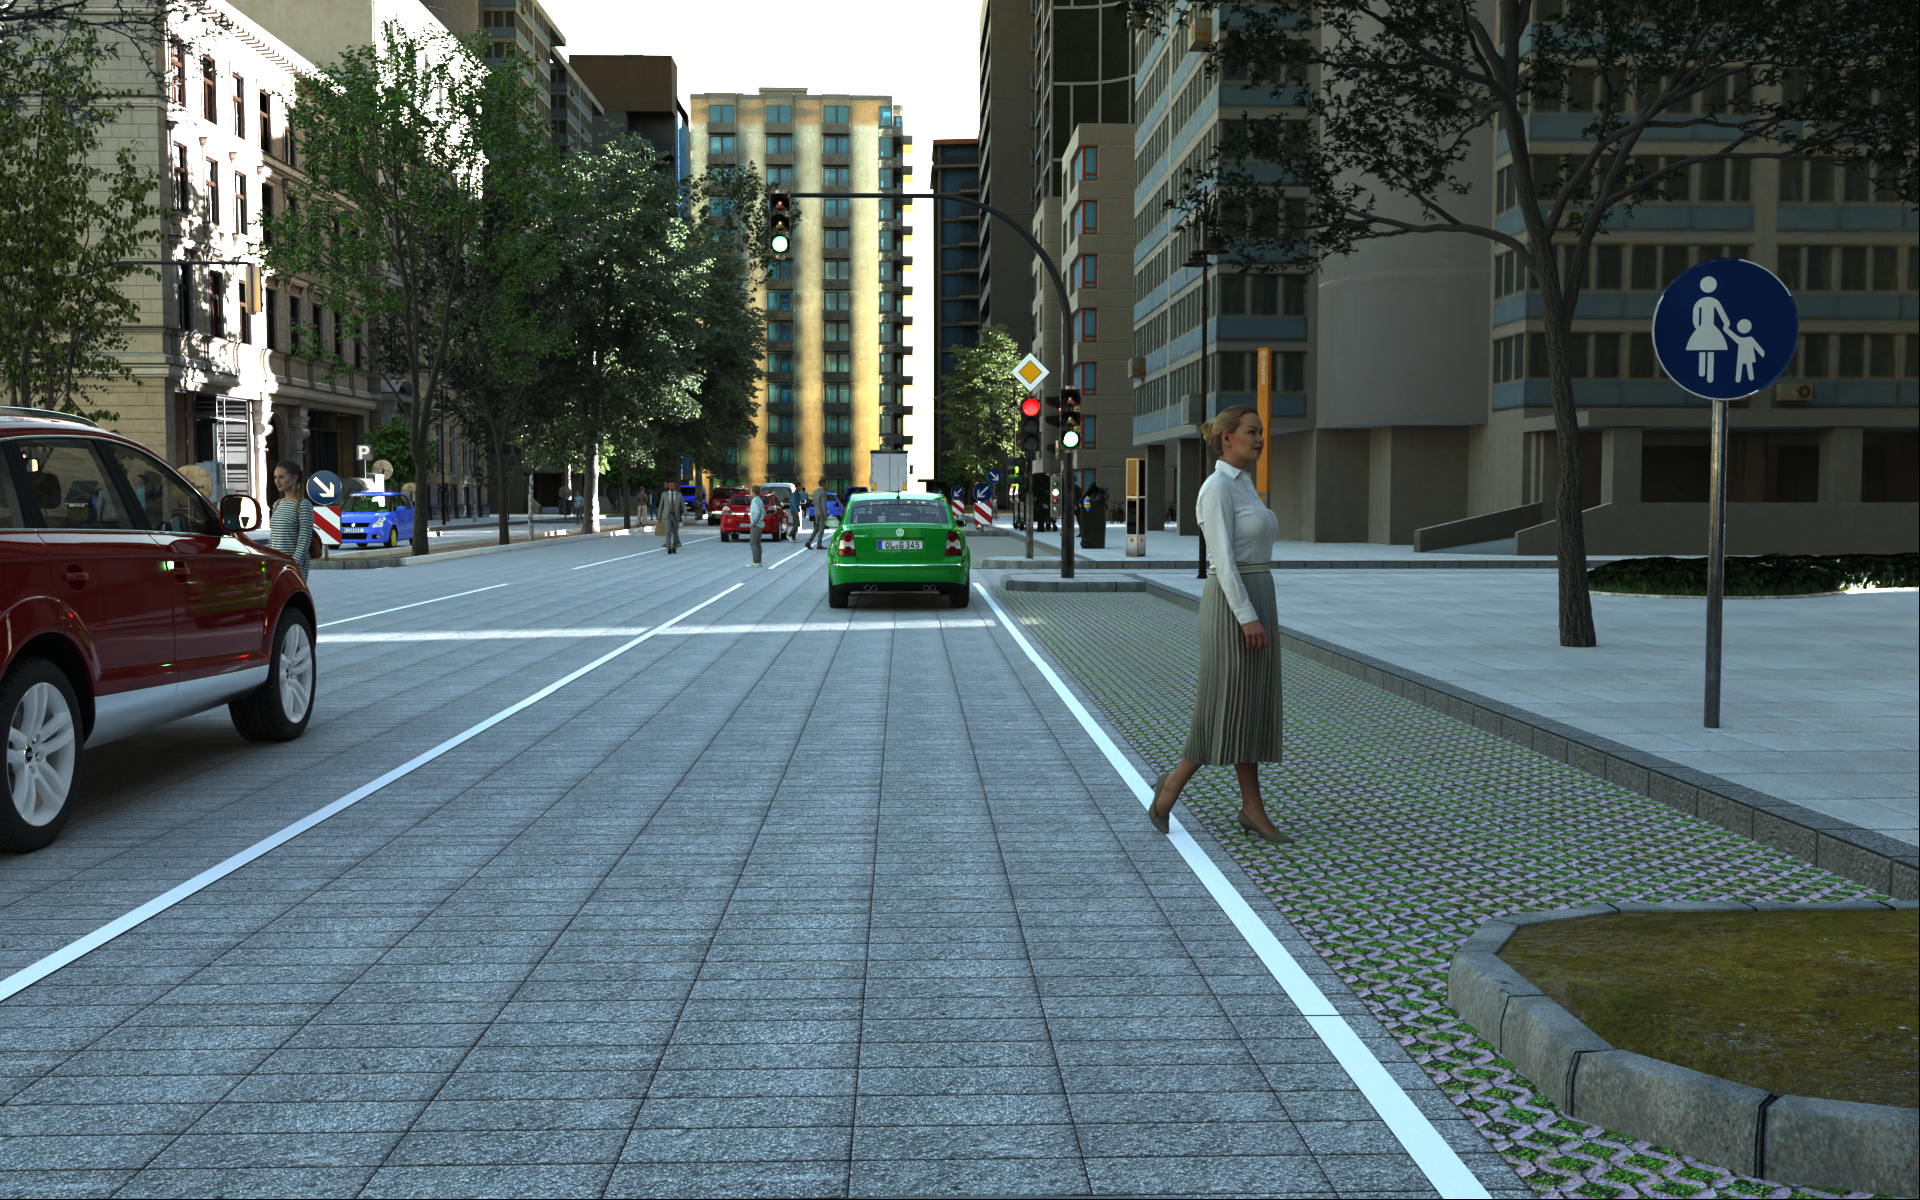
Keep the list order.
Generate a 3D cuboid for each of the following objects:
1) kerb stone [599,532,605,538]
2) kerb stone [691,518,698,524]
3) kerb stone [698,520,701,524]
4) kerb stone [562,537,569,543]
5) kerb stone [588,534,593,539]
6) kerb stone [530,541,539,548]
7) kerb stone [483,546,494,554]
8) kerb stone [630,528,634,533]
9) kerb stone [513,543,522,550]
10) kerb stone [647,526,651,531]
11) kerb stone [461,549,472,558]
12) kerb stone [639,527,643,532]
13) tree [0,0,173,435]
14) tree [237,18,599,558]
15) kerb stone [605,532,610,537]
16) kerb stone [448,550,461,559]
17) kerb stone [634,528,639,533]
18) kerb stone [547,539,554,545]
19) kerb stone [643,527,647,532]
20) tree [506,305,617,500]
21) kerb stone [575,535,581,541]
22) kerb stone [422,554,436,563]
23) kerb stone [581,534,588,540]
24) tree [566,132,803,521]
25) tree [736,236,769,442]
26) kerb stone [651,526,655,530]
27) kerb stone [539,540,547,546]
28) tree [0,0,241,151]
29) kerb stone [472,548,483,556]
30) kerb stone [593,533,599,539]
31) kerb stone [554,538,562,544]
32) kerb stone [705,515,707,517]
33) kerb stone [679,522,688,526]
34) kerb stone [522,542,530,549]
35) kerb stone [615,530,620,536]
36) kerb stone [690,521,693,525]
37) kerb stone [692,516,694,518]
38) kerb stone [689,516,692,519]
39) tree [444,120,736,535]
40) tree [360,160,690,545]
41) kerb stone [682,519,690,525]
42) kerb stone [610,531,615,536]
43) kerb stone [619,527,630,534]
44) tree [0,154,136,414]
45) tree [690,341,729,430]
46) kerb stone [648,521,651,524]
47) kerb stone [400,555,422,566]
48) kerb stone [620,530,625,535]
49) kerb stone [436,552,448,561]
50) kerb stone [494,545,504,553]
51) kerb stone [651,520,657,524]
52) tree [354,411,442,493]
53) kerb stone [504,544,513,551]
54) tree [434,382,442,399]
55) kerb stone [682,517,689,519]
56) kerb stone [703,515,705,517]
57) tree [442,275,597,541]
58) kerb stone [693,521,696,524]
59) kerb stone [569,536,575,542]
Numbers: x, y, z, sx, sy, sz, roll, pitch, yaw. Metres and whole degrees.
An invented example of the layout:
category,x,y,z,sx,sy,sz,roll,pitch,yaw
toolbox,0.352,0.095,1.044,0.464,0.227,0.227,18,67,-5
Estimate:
category,x,y,z,sx,sy,sz,roll,pitch,yaw
kerb stone,-11.859,-2.108,56.676,0.120,0.150,1.000,0,4,-2
kerb stone,-12.666,-3.674,82.281,0.120,0.150,1.000,0,4,-2
kerb stone,-12.705,-3.737,83.317,0.120,0.150,1.000,0,4,-2
kerb stone,-11.657,-1.731,50.543,0.120,0.150,1.000,0,4,-2
kerb stone,-11.796,-1.984,54.631,0.120,0.150,1.000,0,4,-2
kerb stone,-11.528,-1.483,46.450,0.120,0.150,1.000,0,4,-2
kerb stone,-11.368,-1.170,41.318,0.120,0.150,1.000,0,4,-2
kerb stone,-12.053,-2.483,62.811,0.120,0.150,1.000,0,4,-2
kerb stone,-11.467,-1.354,44.399,0.120,0.150,1.000,0,4,-2
kerb stone,-12.184,-2.735,66.909,0.120,0.150,1.000,0,4,-2
kerb stone,-11.309,-1.042,39.267,0.120,0.150,1.000,0,4,-2
kerb stone,-12.114,-2.610,64.864,0.120,0.150,1.000,0,4,-2
tree,-11.914,-4.229,21.959,4.737,8.622,4.395,0,3,0
tree,-11.842,-6.708,37.893,9.928,11.665,9.643,0,3,0
kerb stone,-11.886,-2.172,57.701,0.120,0.150,1.000,0,4,-2
kerb stone,-11.272,-0.978,38.246,0.120,0.150,1.000,0,4,-2
kerb stone,-12.077,-2.547,63.836,0.120,0.150,1.000,0,4,-2
kerb stone,-11.599,-1.609,48.495,0.120,0.150,1.000,0,4,-2
kerb stone,-12.143,-2.670,65.887,0.120,0.150,1.000,0,4,-2
tree,-23.880,-11.357,103.820,7.486,12.596,7.792,0,3,0
kerb stone,-11.725,-1.857,52.586,0.120,0.150,1.000,0,4,-2
kerb stone,-11.204,-0.856,36.194,0.120,0.150,1.000,0,4,-2
kerb stone,-11.757,-1.921,53.608,0.120,0.150,1.000,0,4,-2
tree,-14.985,-14.255,91.423,12.611,20.169,13.585,0,3,0
tree,-13.086,-10.394,79.056,9.857,13.997,8.962,0,3,0
kerb stone,-12.211,-2.795,67.934,0.120,0.150,1.000,0,4,-2
kerb stone,-11.560,-1.546,47.474,0.120,0.150,1.000,0,4,-2
tree,-11.161,-6.111,12.737,12.009,13.543,11.850,0,3,0
kerb stone,-11.342,-1.106,40.296,0.120,0.150,1.000,0,4,-2
kerb stone,-11.823,-2.046,55.654,0.120,0.150,1.000,0,4,-2
kerb stone,-11.626,-1.671,49.521,0.120,0.150,1.000,0,4,-2
kerb stone,-15.453,-4.990,103.775,0.120,0.150,1.000,0,4,-2
kerb stone,-12.537,-3.424,78.190,0.120,0.150,1.000,0,4,-2
kerb stone,-11.504,-1.421,45.426,0.120,0.150,1.000,0,4,-2
kerb stone,-11.953,-2.292,59.744,0.120,0.150,1.000,0,4,-2
kerb stone,-12.602,-3.547,80.238,0.120,0.150,1.000,0,4,-2
kerb stone,-15.253,-4.614,97.628,0.120,0.150,1.000,0,4,-2
kerb stone,-15.221,-4.551,96.601,0.120,0.150,1.000,0,4,-2
tree,-12.883,-9.227,59.973,9.857,13.997,8.962,0,3,0
tree,-12.277,-6.721,46.764,8.767,10.594,7.601,0,4,-2
kerb stone,-12.575,-3.487,79.212,0.120,0.150,1.000,0,4,-2
kerb stone,-11.923,-2.232,58.722,0.120,0.150,1.000,0,4,-2
kerb stone,-12.016,-2.422,61.789,0.120,0.150,1.000,0,4,-2
tree,-20.739,-5.399,38.637,4.360,8.622,3.978,0,3,0
tree,-13.488,-8.163,70.330,8.767,10.594,7.601,0,4,-2
kerb stone,-14.735,-3.610,81.214,0.120,0.150,1.000,0,4,-2
kerb stone,-11.170,-0.792,35.173,0.120,0.150,1.000,0,4,-2
kerb stone,-11.985,-2.354,60.768,0.120,0.150,1.000,0,4,-2
kerb stone,-11.240,-0.912,37.216,0.120,0.150,1.000,0,4,-2
kerb stone,-11.395,-1.233,42.347,0.120,0.150,1.000,0,4,-2
kerb stone,-14.803,-3.735,83.273,0.120,0.150,1.000,0,4,-2
tree,-22.239,-5.175,68.329,4.285,4.588,4.351,0,3,0
kerb stone,-11.440,-1.295,43.369,0.120,0.150,1.000,0,4,-2
tree,-22.039,-7.889,79.350,4.360,8.622,3.978,0,3,0
kerb stone,-15.196,-4.488,95.579,0.120,0.150,1.000,0,4,-2
kerb stone,-15.420,-4.927,102.750,0.120,0.150,1.000,0,4,-2
tree,-13.120,-6.119,52.869,4.360,8.622,3.978,0,3,0
kerb stone,-12.637,-3.603,81.260,0.120,0.150,1.000,0,4,-2
kerb stone,-11.695,-1.794,51.564,0.120,0.150,1.000,0,4,-2
